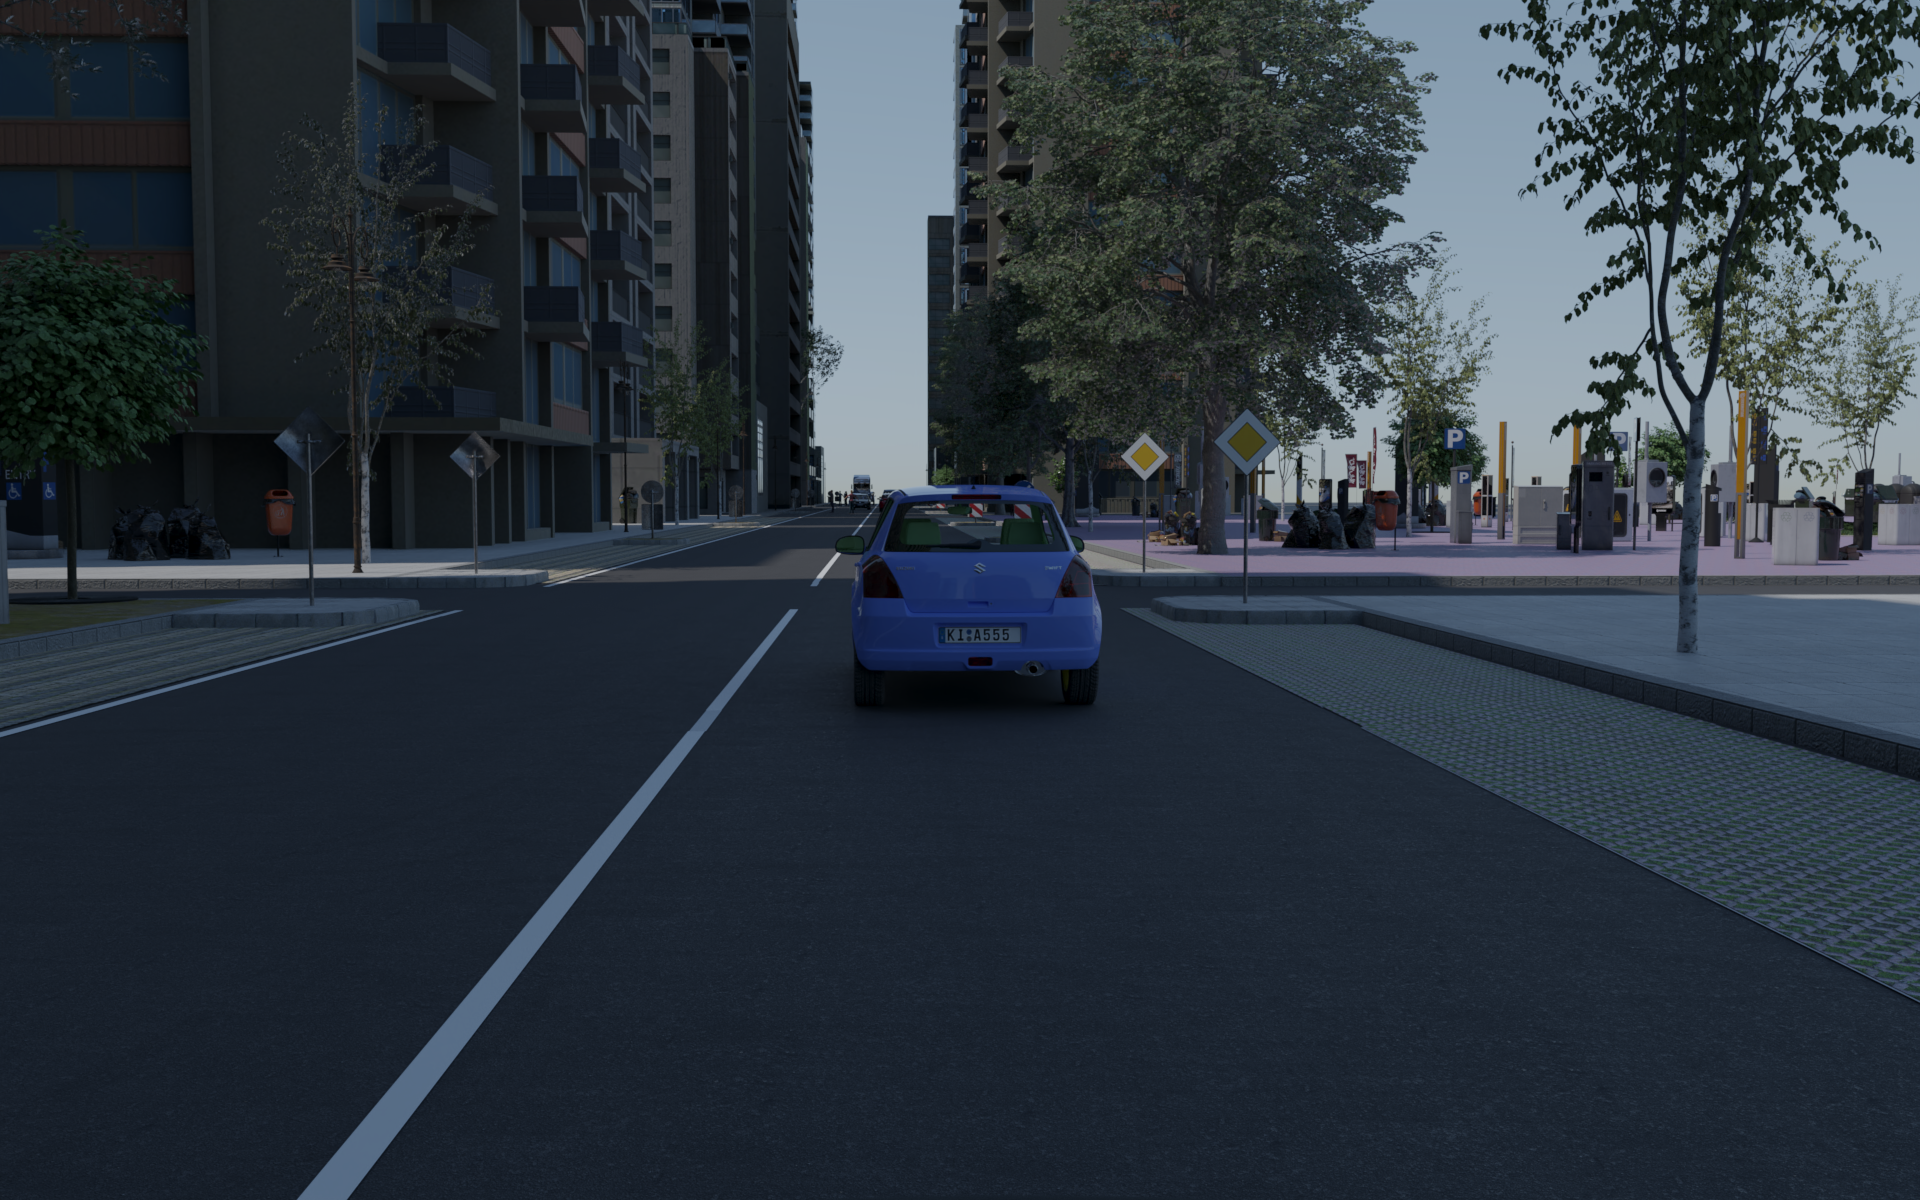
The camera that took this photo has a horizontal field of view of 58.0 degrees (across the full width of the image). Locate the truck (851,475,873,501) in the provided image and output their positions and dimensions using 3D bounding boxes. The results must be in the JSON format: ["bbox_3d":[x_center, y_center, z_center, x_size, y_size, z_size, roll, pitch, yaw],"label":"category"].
[{"bbox_3d":[-14.049,-15.734,247.009,2.967,4.110,18.799,0,4,-4],"label":"truck"}]

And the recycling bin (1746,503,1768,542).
[{"bbox_3d":[21.621,-2.114,47.115,0.722,1.027,0.722,3,5,41],"label":"recycling bin"}]

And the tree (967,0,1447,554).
[{"bbox_3d":[5.314,-7.960,36.805,9.857,13.997,8.962,0,3,0],"label":"tree"}]

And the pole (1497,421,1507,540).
[{"bbox_3d":[15.242,-3.355,48.690,0.158,3.312,0.155,0,3,0],"label":"pole"}]

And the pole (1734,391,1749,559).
[{"bbox_3d":[15.468,-2.472,34.268,0.158,3.312,0.155,0,3,0],"label":"pole"}]

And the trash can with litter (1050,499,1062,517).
[{"bbox_3d":[4.638,-4.510,85.118,1.055,1.170,0.624,1,4,18],"label":"trash can with litter"}]

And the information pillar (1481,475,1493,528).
[{"bbox_3d":[20.204,-3.786,66.399,0.304,2.012,0.304,-2,4,-35],"label":"information pillar"}]

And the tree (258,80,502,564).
[{"bbox_3d":[-10.818,-4.990,31.957,4.360,8.622,3.978,0,3,0],"label":"tree"}]

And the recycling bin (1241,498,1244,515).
[{"bbox_3d":[17.391,-5.600,104.115,0.722,1.027,0.722,3,5,42],"label":"recycling bin"}]

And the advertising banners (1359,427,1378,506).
[{"bbox_3d":[10.898,-3.051,46.077,0.090,3.025,2.074,0,4,6],"label":"advertising banners"}]

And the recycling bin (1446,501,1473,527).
[{"bbox_3d":[19.297,-3.326,66.931,0.722,1.027,0.722,-2,4,-25],"label":"recycling bin"}]

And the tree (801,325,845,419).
[{"bbox_3d":[-18.782,-19.720,178.308,12.611,20.169,13.585,0,3,0],"label":"tree"}]

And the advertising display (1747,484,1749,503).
[{"bbox_3d":[48.419,-6.137,105.551,0.974,1.923,0.123,2,4,31],"label":"advertising display"}]

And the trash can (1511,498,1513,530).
[{"bbox_3d":[18.985,-2.867,58.521,0.748,1.137,0.748,0,3,0],"label":"trash can"}]

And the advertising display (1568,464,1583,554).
[{"bbox_3d":[13.407,-1.988,37.711,0.123,1.923,0.974,1,4,12],"label":"advertising display"}]

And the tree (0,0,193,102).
[{"bbox_3d":[-10.249,-6.147,10.878,12.009,13.543,11.850,0,3,0],"label":"tree"}]

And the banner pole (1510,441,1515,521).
[{"bbox_3d":[26.130,-5.619,81.883,0.401,3.779,0.863,2,4,27],"label":"banner pole"}]

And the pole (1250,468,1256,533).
[{"bbox_3d":[9.722,-3.888,57.407,0.158,3.312,0.155,0,3,0],"label":"pole"}]

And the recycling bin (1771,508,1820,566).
[{"bbox_3d":[15.146,-1.153,31.403,0.722,1.027,0.722,1,4,22],"label":"recycling bin"}]

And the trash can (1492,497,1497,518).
[{"bbox_3d":[28.693,-5.020,93.738,0.748,1.137,0.748,0,3,0],"label":"trash can"}]

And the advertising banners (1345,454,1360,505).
[{"bbox_3d":[17.713,-4.821,75.009,2.074,3.025,0.090,1,4,9],"label":"advertising banners"}]

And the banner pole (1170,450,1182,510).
[{"bbox_3d":[11.310,-6.182,91.091,0.863,3.779,0.401,-1,4,-18],"label":"banner pole"}]

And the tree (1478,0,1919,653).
[{"bbox_3d":[6.093,-3.889,13.951,4.737,8.622,4.395,0,3,0],"label":"tree"}]

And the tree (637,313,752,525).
[{"bbox_3d":[-11.563,-7.417,71.624,4.737,8.622,4.395,0,3,0],"label":"tree"}]

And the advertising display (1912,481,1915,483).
[{"bbox_3d":[46.583,-4.912,85.527,0.123,1.923,0.974,-3,5,-43],"label":"advertising display"}]

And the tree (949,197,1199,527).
[{"bbox_3d":[4.352,-9.190,67.272,9.611,12.733,9.660,0,3,0],"label":"tree"}]

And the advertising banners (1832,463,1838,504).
[{"bbox_3d":[47.244,-5.952,93.505,0.090,3.025,2.074,1,4,21],"label":"advertising banners"}]

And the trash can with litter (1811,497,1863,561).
[{"bbox_3d":[16.943,-1.357,33.579,1.055,1.170,0.624,-1,4,-22],"label":"trash can with litter"}]

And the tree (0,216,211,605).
[{"bbox_3d":[-10.712,-2.255,20.585,4.285,4.588,4.351,0,3,0],"label":"tree"}]

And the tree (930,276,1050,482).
[{"bbox_3d":[3.597,-10.880,88.265,12.009,13.543,11.850,0,3,0],"label":"tree"}]

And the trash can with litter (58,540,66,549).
[{"bbox_3d":[-19.668,-1.569,37.043,1.055,1.170,0.624,-2,4,-32],"label":"trash can with litter"}]

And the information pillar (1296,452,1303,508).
[{"bbox_3d":[19.043,-6.471,97.148,0.183,3.616,0.504,-1,4,-23],"label":"information pillar"}]

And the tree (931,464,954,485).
[{"bbox_3d":[-1.524,-12.683,191.077,4.285,4.588,4.351,0,3,0],"label":"tree"}]

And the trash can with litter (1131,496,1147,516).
[{"bbox_3d":[10.543,-5.508,101.444,1.055,1.170,0.624,0,4,-2],"label":"trash can with litter"}]

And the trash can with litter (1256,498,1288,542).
[{"bbox_3d":[8.528,-2.168,46.838,0.624,1.170,1.055,-3,5,-39],"label":"trash can with litter"}]

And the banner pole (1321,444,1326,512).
[{"bbox_3d":[18.021,-5.869,85.977,0.401,3.779,0.863,2,4,27],"label":"banner pole"}]

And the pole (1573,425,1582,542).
[{"bbox_3d":[15.509,-3.041,43.570,0.158,3.312,0.155,0,3,0],"label":"pole"}]

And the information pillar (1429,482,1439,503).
[{"bbox_3d":[25.281,-6.179,92.379,0.504,3.616,0.183,1,4,22],"label":"information pillar"}]

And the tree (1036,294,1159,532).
[{"bbox_3d":[4.457,-6.588,58.078,4.360,8.622,3.978,0,3,0],"label":"tree"}]

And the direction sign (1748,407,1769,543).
[{"bbox_3d":[21.086,-3.288,45.760,0.379,3.537,0.876,0,4,-2],"label":"direction sign"}]

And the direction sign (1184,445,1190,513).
[{"bbox_3d":[10.488,-5.388,80.090,0.379,3.537,0.876,0,4,-8],"label":"direction sign"}]

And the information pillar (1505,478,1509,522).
[{"bbox_3d":[24.942,-4.581,79.398,0.304,2.012,0.304,-2,4,-34],"label":"information pillar"}]

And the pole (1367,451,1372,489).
[{"bbox_3d":[19.530,-5.433,82.676,0.158,3.312,0.155,0,3,0],"label":"pole"}]

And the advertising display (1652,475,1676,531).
[{"bbox_3d":[24.215,-3.336,59.762,0.123,1.923,0.974,-2,4,-33],"label":"advertising display"}]

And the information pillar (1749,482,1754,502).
[{"bbox_3d":[46.387,-5.930,101.441,0.304,2.012,0.304,1,4,21],"label":"information pillar"}]

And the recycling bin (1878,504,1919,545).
[{"bbox_3d":[23.641,-1.897,43.562,0.722,1.027,0.722,0,4,-7],"label":"recycling bin"}]

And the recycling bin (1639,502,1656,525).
[{"bbox_3d":[28.696,-3.634,71.978,0.722,1.027,0.722,2,4,33],"label":"recycling bin"}]

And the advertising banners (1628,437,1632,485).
[{"bbox_3d":[20.049,-3.426,52.207,0.090,3.025,2.074,2,4,30],"label":"advertising banners"}]

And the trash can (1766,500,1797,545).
[{"bbox_3d":[20.699,-1.959,43.687,0.748,1.137,0.748,0,3,0],"label":"trash can"}]

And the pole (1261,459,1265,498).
[{"bbox_3d":[17.143,-6.363,97.884,0.158,3.312,0.155,0,3,0],"label":"pole"}]

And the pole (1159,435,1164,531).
[{"bbox_3d":[6.927,-4.017,59.528,0.158,3.312,0.155,0,3,0],"label":"pole"}]

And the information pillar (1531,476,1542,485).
[{"bbox_3d":[23.873,-4.115,71.778,0.304,2.012,0.304,-3,4,-36],"label":"information pillar"}]

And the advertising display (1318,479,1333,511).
[{"bbox_3d":[15.389,-4.143,72.945,0.123,1.923,0.974,-1,4,-17],"label":"advertising display"}]
